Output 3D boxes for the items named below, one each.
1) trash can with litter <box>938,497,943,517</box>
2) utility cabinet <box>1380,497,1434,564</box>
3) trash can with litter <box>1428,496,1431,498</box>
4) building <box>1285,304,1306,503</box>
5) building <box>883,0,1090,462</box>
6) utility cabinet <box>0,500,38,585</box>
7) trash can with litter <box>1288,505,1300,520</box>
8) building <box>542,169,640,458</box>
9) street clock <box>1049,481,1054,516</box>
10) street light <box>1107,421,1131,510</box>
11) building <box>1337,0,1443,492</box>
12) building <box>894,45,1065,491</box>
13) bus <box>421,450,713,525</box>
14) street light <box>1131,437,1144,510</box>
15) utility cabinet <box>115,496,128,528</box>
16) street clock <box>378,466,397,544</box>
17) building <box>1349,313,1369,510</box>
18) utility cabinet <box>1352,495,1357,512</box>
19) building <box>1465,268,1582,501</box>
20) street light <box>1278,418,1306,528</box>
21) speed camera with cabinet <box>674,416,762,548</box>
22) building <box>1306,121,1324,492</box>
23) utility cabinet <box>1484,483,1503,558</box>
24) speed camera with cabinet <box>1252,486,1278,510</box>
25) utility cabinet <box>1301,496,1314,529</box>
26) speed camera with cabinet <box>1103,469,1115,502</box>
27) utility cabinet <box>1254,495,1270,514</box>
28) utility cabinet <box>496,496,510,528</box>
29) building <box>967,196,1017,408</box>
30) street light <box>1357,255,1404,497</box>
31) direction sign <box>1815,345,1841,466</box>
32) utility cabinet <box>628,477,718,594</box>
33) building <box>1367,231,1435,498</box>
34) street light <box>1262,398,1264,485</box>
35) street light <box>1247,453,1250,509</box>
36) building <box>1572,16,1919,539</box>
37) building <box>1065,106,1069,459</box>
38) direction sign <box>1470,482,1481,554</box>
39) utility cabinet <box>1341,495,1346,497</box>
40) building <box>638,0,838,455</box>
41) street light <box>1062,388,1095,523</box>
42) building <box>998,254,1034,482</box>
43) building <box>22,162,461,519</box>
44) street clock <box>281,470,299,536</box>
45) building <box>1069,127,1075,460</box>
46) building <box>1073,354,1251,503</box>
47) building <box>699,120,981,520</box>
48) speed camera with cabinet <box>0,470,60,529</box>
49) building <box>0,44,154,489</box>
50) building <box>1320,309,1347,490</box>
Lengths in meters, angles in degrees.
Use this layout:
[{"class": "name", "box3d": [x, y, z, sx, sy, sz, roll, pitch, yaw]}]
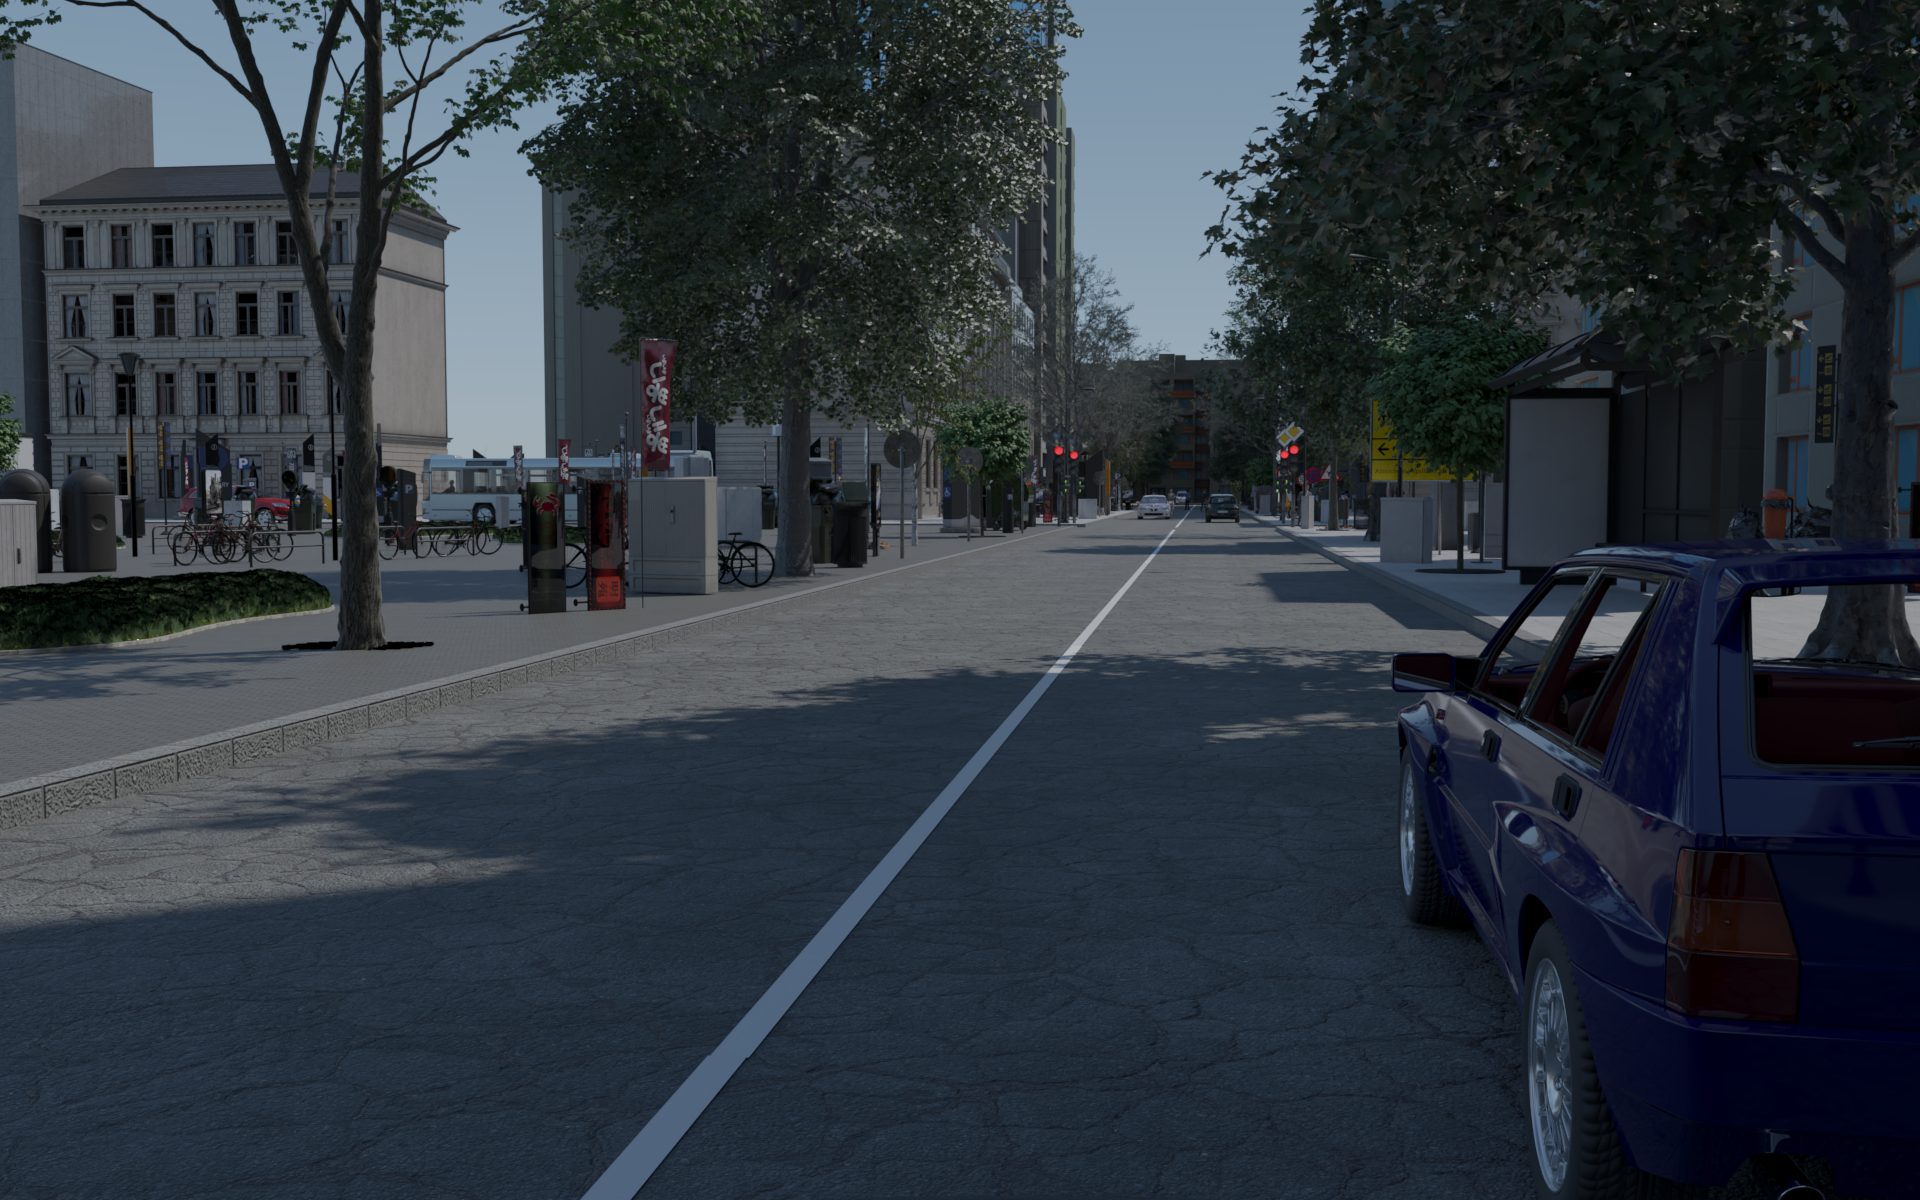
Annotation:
[{"class": "trash can with litter", "box3d": [-0.421, -4.029, 77.263, 0.624, 1.170, 1.055, 3, 5, 43]}, {"class": "utility cabinet", "box3d": [8.327, -1.293, 32.296, 0.306, 1.237, 1.020, -3, 4, -36]}, {"class": "trash can with litter", "box3d": [22.431, -4.374, 82.575, 1.678, 1.210, 2.233, -3, 5, -42]}, {"class": "building", "box3d": [59.788, -36.251, 247.326, 28.867, 44.769, 22.147, 0, 4, 8]}, {"class": "building", "box3d": [-0.469, -54.783, 208.369, 31.000, 86.520, 22.319, 0, 4, 8]}, {"class": "utility cabinet", "box3d": [-11.271, -0.557, 20.267, 0.306, 1.237, 1.020, 1, 4, 11]}, {"class": "trash can with litter", "box3d": [17.418, -4.675, 87.494, 1.678, 1.210, 2.233, 2, 4, 28]}, {"class": "building", "box3d": [-43.651, -32.783, 219.595, 14.086, 41.232, 14.154, 0, 4, 8]}, {"class": "street clock", "box3d": [5.313, -5.815, 99.647, 0.358, 2.002, 0.471, 2, 4, 35]}, {"class": "street light", "box3d": [9.782, -8.324, 108.638, 1.470, 5.913, 1.316, 0, 4, 8]}, {"class": "building", "box3d": [47.335, -33.190, 162.259, 23.786, 49.044, 30.456, 0, 4, 8]}, {"class": "building", "box3d": [1.740, -29.138, 159.995, 14.154, 41.232, 14.086, 0, 4, 8]}, {"class": "bus", "box3d": [-17.445, -4.902, 75.012, 13.247, 3.499, 2.948, 1, 4, 10]}, {"class": "street light", "box3d": [14.531, -10.381, 142.273, 1.470, 5.913, 1.316, 0, 4, 8]}, {"class": "utility cabinet", "box3d": [-32.141, -3.342, 65.801, 0.306, 1.237, 1.020, 3, 4, 36]}, {"class": "street clock", "box3d": [-14.778, -2.461, 44.811, 0.471, 2.002, 0.358, 0, 4, 2]}, {"class": "building", "box3d": [37.938, -19.521, 137.195, 12.078, 24.808, 19.932, 0, 4, 8]}, {"class": "utility cabinet", "box3d": [28.934, -7.085, 127.008, 0.306, 1.237, 1.020, 1, 4, 17]}, {"class": "building", "box3d": [35.278, -15.165, 84.108, 21.152, 22.565, 11.583, 0, 4, 8]}, {"class": "street light", "box3d": [12.666, -5.739, 66.366, 1.470, 5.913, 1.316, 0, 4, 8]}, {"class": "speed camera with cabinet", "box3d": [-5.788, -2.882, 41.464, 2.038, 3.252, 0.660, -2, 4, -33]}, {"class": "building", "box3d": [51.980, -35.407, 202.602, 21.300, 48.544, 21.600, 0, 4, 8]}, {"class": "utility cabinet", "box3d": [10.938, -1.563, 34.232, 1.173, 1.500, 0.318, 0, 4, 4]}, {"class": "speed camera with cabinet", "box3d": [24.527, -8.863, 139.250, 2.038, 3.252, 0.660, 3, 4, 36]}, {"class": "utility cabinet", "box3d": [12.784, -3.216, 63.736, 0.306, 1.237, 1.020, 1, 4, 22]}, {"class": "speed camera with cabinet", "box3d": [11.849, -8.809, 138.370, 0.660, 3.252, 2.038, -1, 4, -10]}, {"class": "utility cabinet", "box3d": [20.564, -6.565, 118.497, 0.306, 1.237, 1.020, -2, 4, -34]}, {"class": "utility cabinet", "box3d": [-16.944, -3.244, 64.204, 0.306, 1.237, 1.020, -2, 4, -26]}, {"class": "building", "box3d": [-4.042, -16.915, 118.358, 13.314, 21.916, 24.055, 0, 4, 8]}, {"class": "street light", "box3d": [8.004, -3.734, 33.595, 1.470, 5.913, 1.316, 0, 4, 8]}, {"class": "direction sign", "box3d": [13.283, -2.094, 26.241, 0.379, 3.537, 0.876, -1, 4, -17]}, {"class": "utility cabinet", "box3d": [-3.696, -0.830, 22.249, 1.173, 1.500, 0.318, 2, 4, 25]}, {"class": "building", "box3d": [35.236, -20.267, 117.271, 13.634, 28.700, 20.117, 0, 4, 8]}, {"class": "street light", "box3d": [15.042, -6.795, 83.634, 1.470, 5.913, 1.316, 0, 4, 8]}, {"class": "street light", "box3d": [19.788, -8.798, 116.393, 1.470, 5.913, 1.316, 0, 4, 8]}, {"class": "building", "box3d": [32.105, -12.002, 41.264, 27.650, 21.520, 28.899, 0, 4, 8]}, {"class": "building", "box3d": [3.048, -30.001, 174.114, 14.154, 41.232, 14.086, 0, 4, 8]}, {"class": "direction sign", "box3d": [11.237, -2.776, 37.377, 0.876, 3.537, 0.379, 0, 4, 6]}, {"class": "utility cabinet", "box3d": [23.992, -6.050, 110.080, 0.306, 1.237, 1.020, -3, 5, -44]}, {"class": "building", "box3d": [-26.469, -47.380, 212.907, 20.611, 71.187, 20.563, 0, 4, 8]}, {"class": "street light", "box3d": [5.185, -6.319, 75.858, 1.470, 5.913, 1.316, 0, 4, 8]}, {"class": "building", "box3d": [-0.084, -17.353, 138.471, 10.420, 20.320, 16.860, 0, 4, 8]}, {"class": "building", "box3d": [-38.456, -14.048, 94.305, 19.286, 19.102, 10.561, 0, 4, 8]}, {"class": "street clock", "box3d": [-20.464, -2.961, 52.983, 0.471, 2.002, 0.358, 1, 4, 9]}, {"class": "building", "box3d": [4.940, -30.891, 188.658, 14.154, 41.232, 14.086, 0, 4, 8]}, {"class": "building", "box3d": [31.322, -25.070, 254.926, 28.899, 21.520, 27.650, 0, 4, 8]}, {"class": "building", "box3d": [-5.936, -15.861, 95.487, 11.583, 22.565, 21.152, 0, 4, 8]}, {"class": "speed camera with cabinet", "box3d": [-32.809, -4.067, 60.831, 2.038, 3.252, 0.660, 0, 4, 1]}, {"class": "building", "box3d": [-57.989, -17.103, 97.650, 19.932, 24.808, 12.078, 0, 4, 8]}, {"class": "building", "box3d": [46.389, -32.740, 185.410, 14.600, 45.320, 14.200, 0, 4, 8]}]
